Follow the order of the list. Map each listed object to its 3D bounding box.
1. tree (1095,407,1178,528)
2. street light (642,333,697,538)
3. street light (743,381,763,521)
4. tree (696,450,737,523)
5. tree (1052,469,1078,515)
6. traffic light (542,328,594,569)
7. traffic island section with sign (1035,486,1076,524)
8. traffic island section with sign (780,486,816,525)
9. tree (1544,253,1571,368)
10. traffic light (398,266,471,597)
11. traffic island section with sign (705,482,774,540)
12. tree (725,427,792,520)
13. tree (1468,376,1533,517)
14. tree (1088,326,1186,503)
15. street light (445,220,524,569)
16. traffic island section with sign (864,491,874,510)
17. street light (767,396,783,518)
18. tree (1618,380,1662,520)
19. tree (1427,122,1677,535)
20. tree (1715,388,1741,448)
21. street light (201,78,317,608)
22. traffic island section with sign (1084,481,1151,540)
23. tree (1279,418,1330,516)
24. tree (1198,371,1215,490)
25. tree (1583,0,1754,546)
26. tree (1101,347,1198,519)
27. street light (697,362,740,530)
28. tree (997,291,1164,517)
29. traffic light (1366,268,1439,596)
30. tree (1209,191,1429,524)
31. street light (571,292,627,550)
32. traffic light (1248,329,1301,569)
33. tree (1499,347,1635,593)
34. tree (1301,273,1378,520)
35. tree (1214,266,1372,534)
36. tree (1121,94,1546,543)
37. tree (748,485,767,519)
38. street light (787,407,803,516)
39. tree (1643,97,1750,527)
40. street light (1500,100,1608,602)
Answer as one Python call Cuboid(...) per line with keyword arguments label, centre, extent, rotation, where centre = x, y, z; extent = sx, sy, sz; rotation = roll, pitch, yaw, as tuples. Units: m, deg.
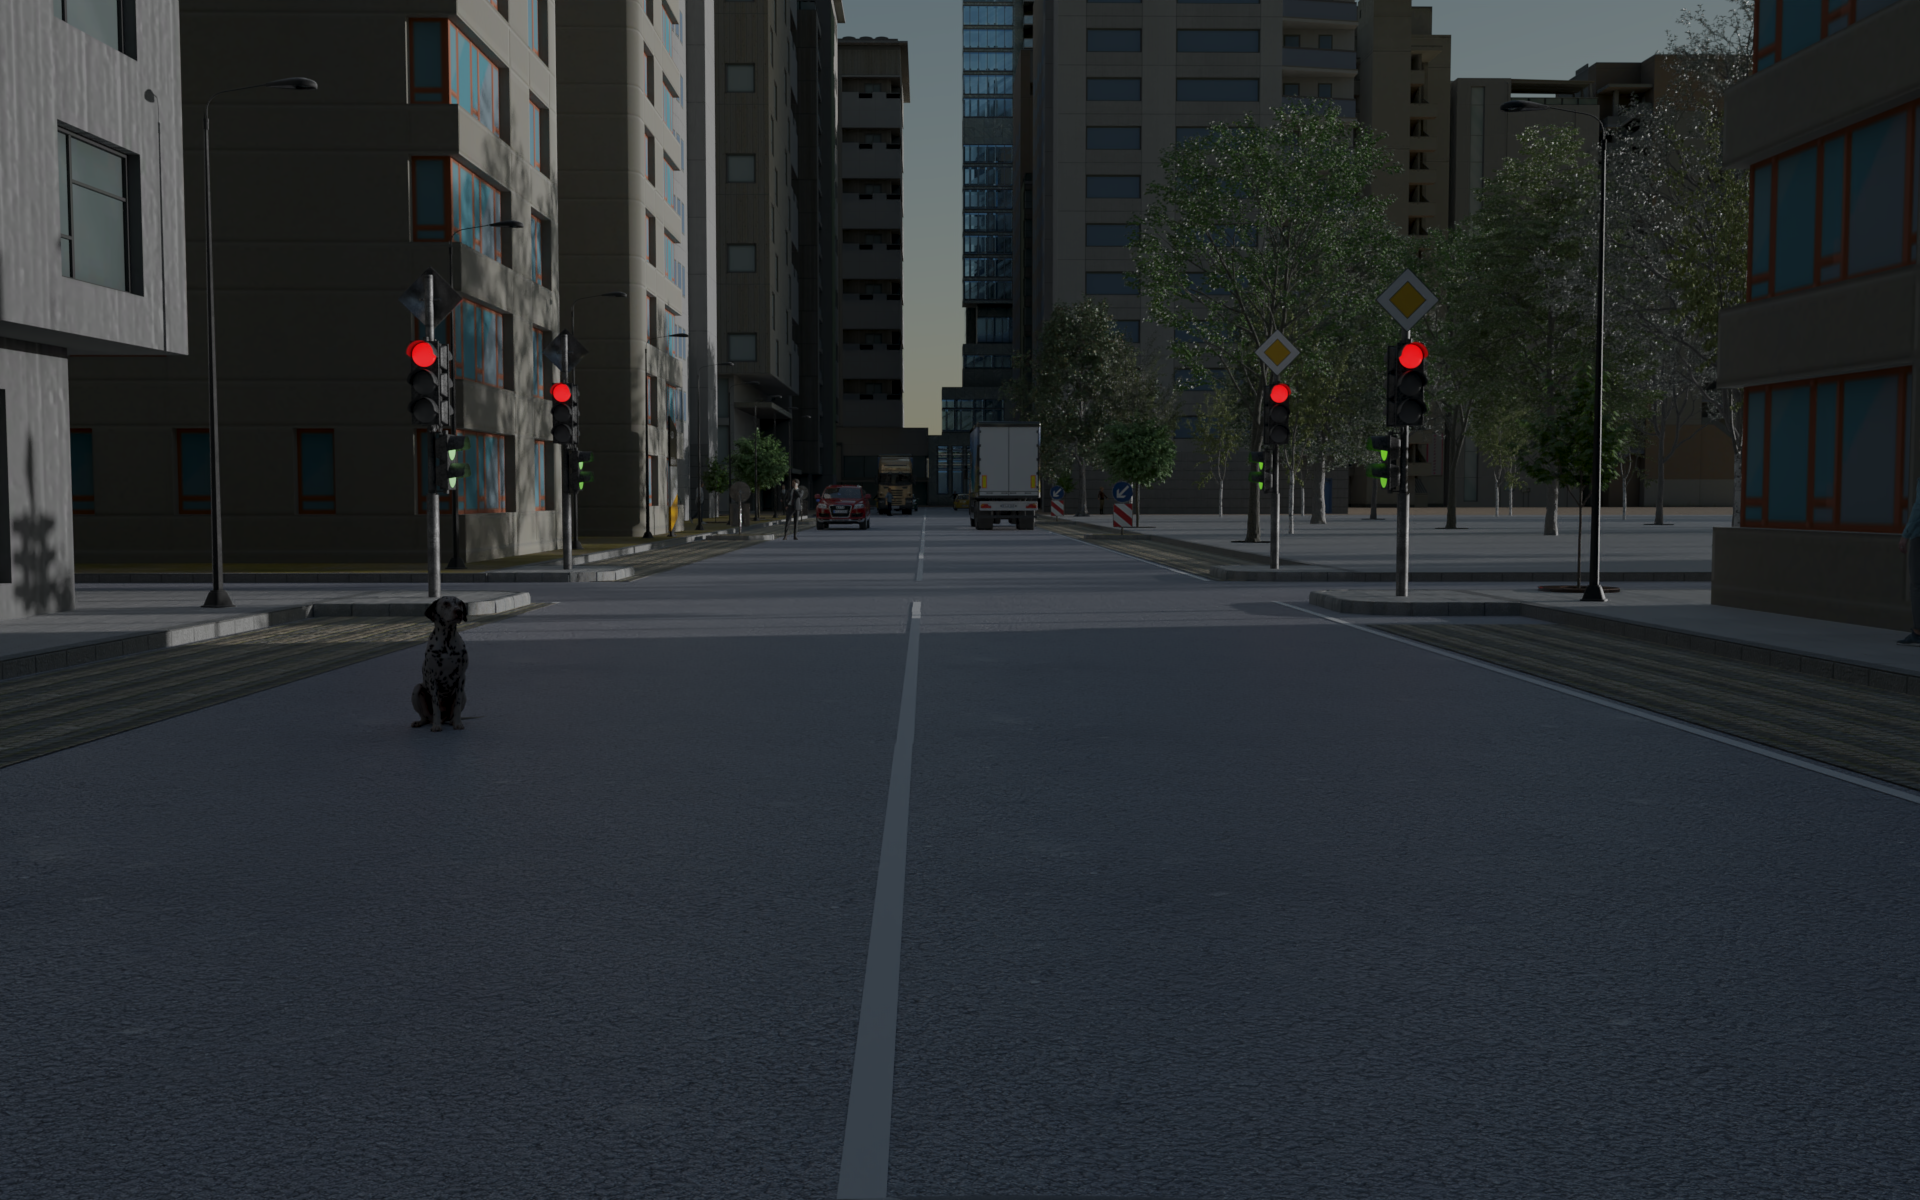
Cuboid(label="tree", centre=(6.785, -5.039, 66.107), extent=(4.285, 4.588, 4.351), rotation=(0, 3, 0))
Cuboid(label="street light", centre=(-8.521, -4.745, 50.115), extent=(1.470, 5.913, 1.316), rotation=(0, 4, -1))
Cuboid(label="street light", centre=(-8.967, -6.056, 71.554), extent=(1.470, 5.913, 1.316), rotation=(0, 4, -1))
Cuboid(label="tree", centre=(-10.778, -5.001, 76.364), extent=(1.663, 3.219, 1.824), rotation=(0, 3, 0))
Cuboid(label="tree", centre=(6.669, -6.935, 107.994), extent=(1.663, 3.219, 1.824), rotation=(0, 3, 0))
Cuboid(label="traffic light", centre=(-6.673, -2.477, 29.412), extent=(0.839, 4.253, 0.868), rotation=(0, 4, -1))
Cuboid(label="traffic island section with sign", centre=(4.433, -4.483, 81.926), extent=(1.989, 1.847, 2.006), rotation=(0, 4, -1))
Cuboid(label="traffic island section with sign", centre=(-7.375, -4.434, 81.126), extent=(1.989, 1.847, 2.006), rotation=(0, 4, -1))
Cuboid(label="tree", centre=(18.164, -8.398, 63.065), extent=(9.928, 11.665, 9.643), rotation=(0, 3, 0))
Cuboid(label="traffic light", centre=(-6.520, -1.988, 21.429), extent=(0.839, 4.253, 0.868), rotation=(0, 4, -1))
Cuboid(label="traffic island section with sign", centre=(-6.854, -2.784, 54.151), extent=(1.989, 1.847, 2.006), rotation=(0, 4, -1))
Cuboid(label="tree", centre=(-9.955, -6.218, 85.376), extent=(4.285, 4.588, 4.351), rotation=(0, 3, 0))
Cuboid(label="tree", centre=(32.818, -9.382, 103.761), extent=(4.737, 8.622, 4.395), rotation=(0, 3, 0))
Cuboid(label="tree", centre=(7.814, -7.724, 76.644), extent=(4.360, 8.622, 3.978), rotation=(0, 3, 0))
Cuboid(label="street light", centre=(-8.101, -3.486, 29.538), extent=(1.470, 5.913, 1.316), rotation=(0, 4, -1))
Cuboid(label="traffic island section with sign", centre=(-8.852, -9.151, 158.243), extent=(1.989, 1.847, 2.006), rotation=(0, 4, -1))
Cuboid(label="street light", centre=(-9.104, -6.680, 81.763), extent=(1.470, 5.913, 1.316), rotation=(0, 4, -1))
Cuboid(label="tree", centre=(32.580, -8.222, 84.791), extent=(4.360, 8.622, 3.978), rotation=(0, 3, 0))
Cuboid(label="tree", centre=(18.247, -8.313, 54.037), extent=(7.486, 12.596, 7.792), rotation=(0, 3, 0))
Cuboid(label="tree", centre=(46.762, -11.599, 91.459), extent=(13.155, 14.587, 18.604), rotation=(-1, 4, -20))
Cuboid(label="street light", centre=(-7.874, -2.871, 19.476), extent=(1.470, 5.913, 1.316), rotation=(0, 4, -1))
Cuboid(label="traffic island section with sign", centre=(4.955, -2.827, 54.843), extent=(1.989, 1.847, 2.006), rotation=(0, 4, -1))
Cuboid(label="tree", centre=(19.962, -9.223, 101.153), extent=(4.360, 8.622, 3.978), rotation=(0, 3, 0))
Cuboid(label="tree", centre=(14.742, -9.030, 98.001), extent=(4.737, 8.622, 4.395), rotation=(0, 3, 0))
Cuboid(label="tree", centre=(18.956, -8.047, 41.938), extent=(12.009, 13.543, 11.850), rotation=(0, 3, 0))
Cuboid(label="tree", centre=(9.257, -8.384, 87.433), extent=(4.737, 8.622, 4.395), rotation=(0, 3, 0))
Cuboid(label="street light", centre=(-8.677, -5.419, 61.144), extent=(1.470, 5.913, 1.316), rotation=(0, 4, -1))
Cuboid(label="tree", centre=(6.929, -11.087, 98.284), extent=(9.611, 12.733, 9.660), rotation=(0, 3, 0))
Cuboid(label="traffic light", centre=(5.538, -2.003, 21.674), extent=(0.839, 4.253, 0.868), rotation=(0, 4, -1))
Cuboid(label="tree", centre=(15.538, -10.250, 74.248), extent=(9.857, 13.997, 8.962), rotation=(0, 3, 0))
Cuboid(label="street light", centre=(-8.354, -4.120, 39.906), extent=(1.470, 5.913, 1.316), rotation=(0, 4, -1))
Cuboid(label="traffic light", centre=(5.386, -2.492, 29.657), extent=(0.839, 4.253, 0.868), rotation=(0, 4, -1))
Cuboid(label="tree", centre=(8.250, -1.732, 22.928), extent=(1.663, 3.219, 1.824), rotation=(0, 3, 0))
Cuboid(label="tree", centre=(20.890, -10.771, 86.473), extent=(12.009, 13.543, 11.850), rotation=(0, 3, 0))
Cuboid(label="tree", centre=(10.961, -6.455, 55.907), extent=(4.737, 8.622, 4.395), rotation=(0, 3, 0))
Cuboid(label="tree", centre=(7.895, -7.311, 45.294), extent=(9.928, 11.665, 9.643), rotation=(0, 3, 0))
Cuboid(label="tree", centre=(-10.782, -5.850, 90.251), extent=(1.663, 3.219, 1.824), rotation=(0, 3, 0))
Cuboid(label="street light", centre=(-9.353, -7.346, 92.656), extent=(1.470, 5.913, 1.316), rotation=(0, 4, -1))
Cuboid(label="tree", centre=(14.673, -4.996, 32.048), extent=(4.737, 8.622, 4.395), rotation=(0, 3, 0))
Cuboid(label="street light", centre=(7.071, -2.941, 20.622), extent=(1.470, 5.913, 1.316), rotation=(0, 4, -1))
